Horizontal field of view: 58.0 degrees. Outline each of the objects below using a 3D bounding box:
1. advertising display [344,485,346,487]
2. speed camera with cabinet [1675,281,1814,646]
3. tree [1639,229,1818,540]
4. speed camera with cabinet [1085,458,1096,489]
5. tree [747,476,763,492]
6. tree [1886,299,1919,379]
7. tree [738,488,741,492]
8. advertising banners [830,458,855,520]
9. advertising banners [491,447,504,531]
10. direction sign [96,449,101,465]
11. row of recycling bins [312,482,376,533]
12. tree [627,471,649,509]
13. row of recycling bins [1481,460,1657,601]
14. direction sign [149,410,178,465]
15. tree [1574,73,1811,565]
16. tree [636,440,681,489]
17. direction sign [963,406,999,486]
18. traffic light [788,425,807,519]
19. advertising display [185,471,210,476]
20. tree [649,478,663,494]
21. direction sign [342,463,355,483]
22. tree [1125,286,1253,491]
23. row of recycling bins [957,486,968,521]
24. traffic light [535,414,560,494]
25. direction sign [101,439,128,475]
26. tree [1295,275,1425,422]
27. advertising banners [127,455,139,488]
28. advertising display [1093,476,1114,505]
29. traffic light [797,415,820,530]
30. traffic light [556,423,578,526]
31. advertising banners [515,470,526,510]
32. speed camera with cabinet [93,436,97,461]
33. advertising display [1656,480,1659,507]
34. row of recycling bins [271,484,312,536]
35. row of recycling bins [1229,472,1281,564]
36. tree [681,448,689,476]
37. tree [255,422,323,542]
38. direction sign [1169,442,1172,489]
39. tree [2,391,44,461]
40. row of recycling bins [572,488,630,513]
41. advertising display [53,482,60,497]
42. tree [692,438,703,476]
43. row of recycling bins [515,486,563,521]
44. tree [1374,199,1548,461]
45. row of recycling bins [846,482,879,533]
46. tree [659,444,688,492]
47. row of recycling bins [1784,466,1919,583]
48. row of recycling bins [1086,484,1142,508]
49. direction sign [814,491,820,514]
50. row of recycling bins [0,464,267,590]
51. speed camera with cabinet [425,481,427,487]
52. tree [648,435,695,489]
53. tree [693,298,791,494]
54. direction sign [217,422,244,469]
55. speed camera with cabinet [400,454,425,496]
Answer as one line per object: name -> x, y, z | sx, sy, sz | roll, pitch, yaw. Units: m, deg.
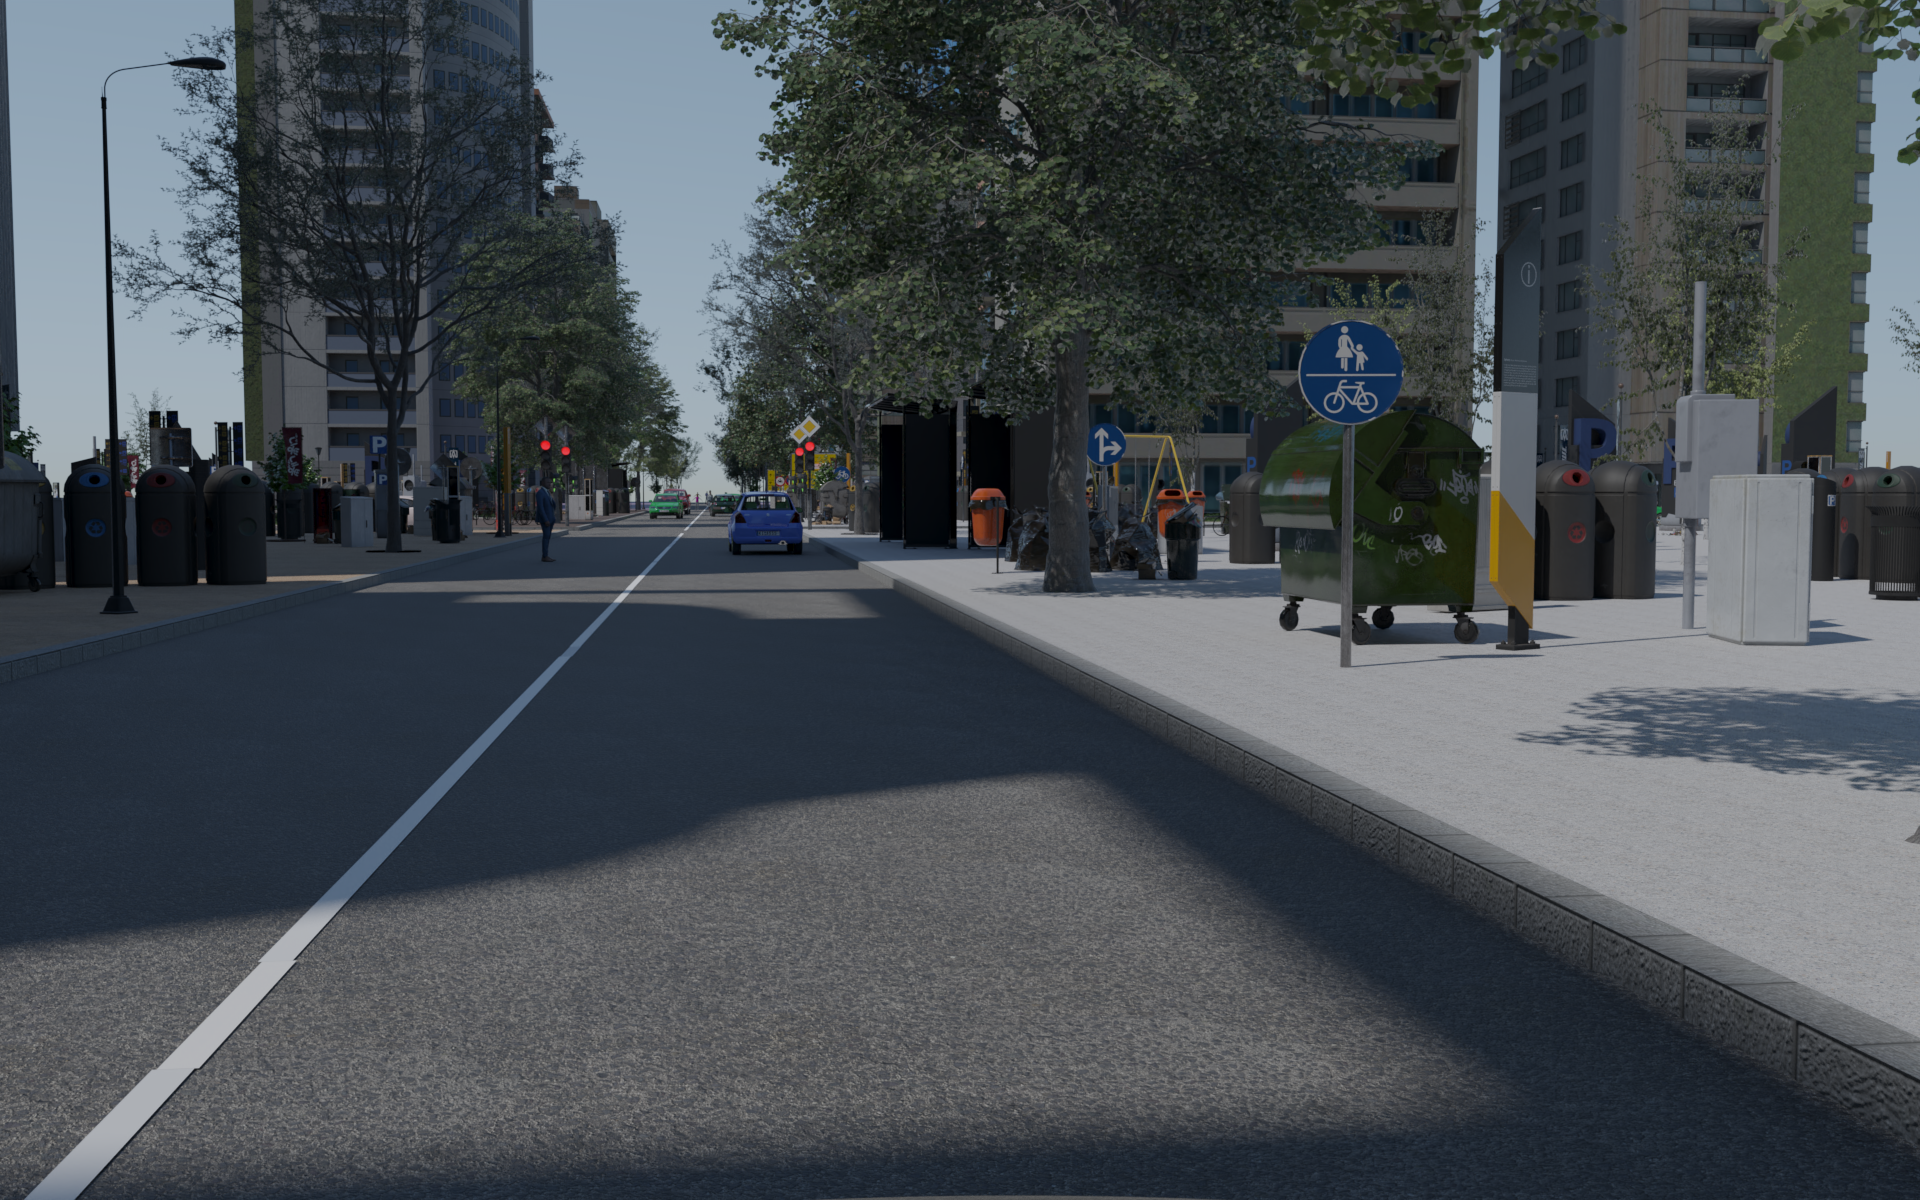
advertising display -> -44.502, -7.308, 124.703 | 0.974, 1.923, 0.123 | 2, 4, 31
speed camera with cabinet -> 7.006, -1.296, 15.526 | 0.660, 3.252, 2.038 | 0, 4, 7
tree -> 21.120, -5.983, 48.188 | 4.737, 8.622, 4.395 | 0, 3, 0
speed camera with cabinet -> 5.151, -5.096, 77.651 | 2.038, 3.252, 0.660 | -1, 4, -12
tree -> -22.184, -11.697, 185.846 | 1.663, 3.219, 1.824 | 0, 3, 0
tree -> 25.443, -5.637, 42.535 | 4.360, 8.622, 3.978 | 0, 3, 0
tree -> -36.903, -21.355, 299.518 | 4.360, 8.622, 3.978 | 0, 3, 0
advertising banners -> -5.706, -5.399, 84.455 | 0.090, 3.025, 2.074 | 2, 4, 33
advertising banners -> -16.202, -3.941, 60.616 | 0.090, 3.025, 2.074 | -2, 4, -25
direction sign -> -42.718, -5.769, 86.325 | 0.379, 3.537, 0.876 | 3, 5, 42
row of recycling bins -> -20.596, -3.108, 57.932 | 1.069, 1.692, 3.534 | 3, 4, 36
tree -> -27.933, -9.361, 147.649 | 1.663, 3.219, 1.824 | 0, 3, 0
row of recycling bins -> 6.860, -0.845, 20.927 | 3.534, 1.692, 1.069 | -1, 4, -22
direction sign -> -21.594, -3.367, 47.053 | 0.876, 3.537, 0.379 | 1, 4, 11
tree -> 13.169, -4.948, 31.267 | 4.360, 8.622, 3.978 | 0, 3, 0
tree -> -35.900, -15.500, 203.786 | 4.737, 8.622, 4.395 | 0, 3, 0
direction sign -> 0.585, -3.208, 44.441 | 0.876, 3.537, 0.379 | 0, 4, -1
traffic light -> -6.503, -4.955, 69.935 | 0.839, 4.253, 0.868 | 0, 4, -8
advertising display -> -21.592, -2.678, 49.001 | 0.974, 1.923, 0.123 | 2, 4, 24
tree -> -32.466, -11.678, 185.543 | 1.663, 3.219, 1.824 | 0, 3, 0
direction sign -> -44.647, -8.233, 126.599 | 0.876, 3.537, 0.379 | -2, 4, -28
tree -> 7.598, -6.589, 58.099 | 4.360, 8.622, 3.978 | 0, 3, 0
row of recycling bins -> 0.255, -4.741, 84.625 | 1.069, 1.692, 3.534 | -1, 4, -10
traffic light -> -14.478, -4.394, 60.755 | 0.839, 4.253, 0.868 | 0, 4, -8
direction sign -> -34.604, -4.838, 71.101 | 0.876, 3.537, 0.379 | 0, 4, -1
tree -> 13.369, -6.551, 57.468 | 4.737, 8.622, 4.395 | 0, 3, 0
advertising banners -> -36.333, -4.990, 77.777 | 2.074, 3.025, 0.090 | 0, 4, 1
advertising display -> 5.187, -3.502, 62.464 | 0.974, 1.923, 0.123 | -3, 4, -36
traffic light -> -5.406, -4.471, 62.025 | 0.839, 4.253, 0.868 | 0, 4, -8
traffic light -> -15.575, -4.877, 68.665 | 0.839, 4.253, 0.868 | 0, 4, -8
advertising banners -> -32.529, -7.945, 126.091 | 2.074, 3.025, 0.090 | 1, 4, 9
speed camera with cabinet -> -28.917, -3.939, 58.734 | 0.660, 3.252, 2.038 | -3, 5, -41
advertising display -> 31.905, -4.578, 80.063 | 0.974, 1.923, 0.123 | -2, 4, -27
row of recycling bins -> -21.717, -2.779, 52.557 | 3.534, 1.692, 1.069 | 0, 4, -5
row of recycling bins -> 6.766, -1.521, 31.974 | 3.534, 1.692, 1.069 | 0, 4, -1
tree -> -36.492, -16.354, 217.750 | 4.737, 8.622, 4.395 | 0, 3, 0
tree -> -18.194, -3.181, 46.615 | 1.663, 3.219, 1.824 | 0, 3, 0
direction sign -> 9.097, -5.065, 74.803 | 0.379, 3.537, 0.876 | 0, 4, 0
tree -> -15.647, -2.027, 27.746 | 1.663, 3.219, 1.824 | 0, 3, 0
row of recycling bins -> -23.647, -6.588, 114.831 | 3.534, 1.692, 1.069 | 0, 4, -2
advertising display -> -49.620, -5.499, 95.123 | 0.123, 1.923, 0.974 | -3, 5, -41
tree -> -48.747, -22.928, 300.620 | 9.928, 11.665, 9.643 | 0, 3, 0
row of recycling bins -> -20.438, -4.709, 84.106 | 1.069, 1.692, 3.534 | -3, 5, -44
tree -> 12.263, -5.679, 43.214 | 4.360, 8.622, 3.978 | 0, 3, 0
row of recycling bins -> -3.063, -3.160, 58.780 | 1.069, 1.692, 3.534 | -1, 4, -13
tree -> -43.120, -19.048, 261.793 | 4.360, 8.622, 3.978 | 0, 3, 0
row of recycling bins -> 13.686, -1.189, 26.557 | 1.069, 1.692, 3.534 | 0, 4, -4
row of recycling bins -> 6.467, -4.039, 73.148 | 1.069, 1.692, 3.534 | -2, 4, -30
direction sign -> -10.570, -8.147, 125.195 | 0.876, 3.537, 0.379 | 3, 5, 41
row of recycling bins -> -11.580, -1.041, 24.129 | 3.534, 1.692, 1.069 | -2, 4, -25
speed camera with cabinet -> -36.631, -7.648, 119.374 | 0.660, 3.252, 2.038 | 2, 4, 35
tree -> -41.902, -19.309, 250.116 | 7.601, 10.594, 8.767 | -1, 4, -9
tree -> -19.778, -19.147, 168.938 | 12.611, 20.169, 13.585 | 0, 3, 0
direction sign -> -22.874, -3.815, 54.378 | 0.876, 3.537, 0.379 | 1, 4, 11
speed camera with cabinet -> -27.883, -5.624, 86.291 | 2.038, 3.252, 0.660 | 1, 4, 18
